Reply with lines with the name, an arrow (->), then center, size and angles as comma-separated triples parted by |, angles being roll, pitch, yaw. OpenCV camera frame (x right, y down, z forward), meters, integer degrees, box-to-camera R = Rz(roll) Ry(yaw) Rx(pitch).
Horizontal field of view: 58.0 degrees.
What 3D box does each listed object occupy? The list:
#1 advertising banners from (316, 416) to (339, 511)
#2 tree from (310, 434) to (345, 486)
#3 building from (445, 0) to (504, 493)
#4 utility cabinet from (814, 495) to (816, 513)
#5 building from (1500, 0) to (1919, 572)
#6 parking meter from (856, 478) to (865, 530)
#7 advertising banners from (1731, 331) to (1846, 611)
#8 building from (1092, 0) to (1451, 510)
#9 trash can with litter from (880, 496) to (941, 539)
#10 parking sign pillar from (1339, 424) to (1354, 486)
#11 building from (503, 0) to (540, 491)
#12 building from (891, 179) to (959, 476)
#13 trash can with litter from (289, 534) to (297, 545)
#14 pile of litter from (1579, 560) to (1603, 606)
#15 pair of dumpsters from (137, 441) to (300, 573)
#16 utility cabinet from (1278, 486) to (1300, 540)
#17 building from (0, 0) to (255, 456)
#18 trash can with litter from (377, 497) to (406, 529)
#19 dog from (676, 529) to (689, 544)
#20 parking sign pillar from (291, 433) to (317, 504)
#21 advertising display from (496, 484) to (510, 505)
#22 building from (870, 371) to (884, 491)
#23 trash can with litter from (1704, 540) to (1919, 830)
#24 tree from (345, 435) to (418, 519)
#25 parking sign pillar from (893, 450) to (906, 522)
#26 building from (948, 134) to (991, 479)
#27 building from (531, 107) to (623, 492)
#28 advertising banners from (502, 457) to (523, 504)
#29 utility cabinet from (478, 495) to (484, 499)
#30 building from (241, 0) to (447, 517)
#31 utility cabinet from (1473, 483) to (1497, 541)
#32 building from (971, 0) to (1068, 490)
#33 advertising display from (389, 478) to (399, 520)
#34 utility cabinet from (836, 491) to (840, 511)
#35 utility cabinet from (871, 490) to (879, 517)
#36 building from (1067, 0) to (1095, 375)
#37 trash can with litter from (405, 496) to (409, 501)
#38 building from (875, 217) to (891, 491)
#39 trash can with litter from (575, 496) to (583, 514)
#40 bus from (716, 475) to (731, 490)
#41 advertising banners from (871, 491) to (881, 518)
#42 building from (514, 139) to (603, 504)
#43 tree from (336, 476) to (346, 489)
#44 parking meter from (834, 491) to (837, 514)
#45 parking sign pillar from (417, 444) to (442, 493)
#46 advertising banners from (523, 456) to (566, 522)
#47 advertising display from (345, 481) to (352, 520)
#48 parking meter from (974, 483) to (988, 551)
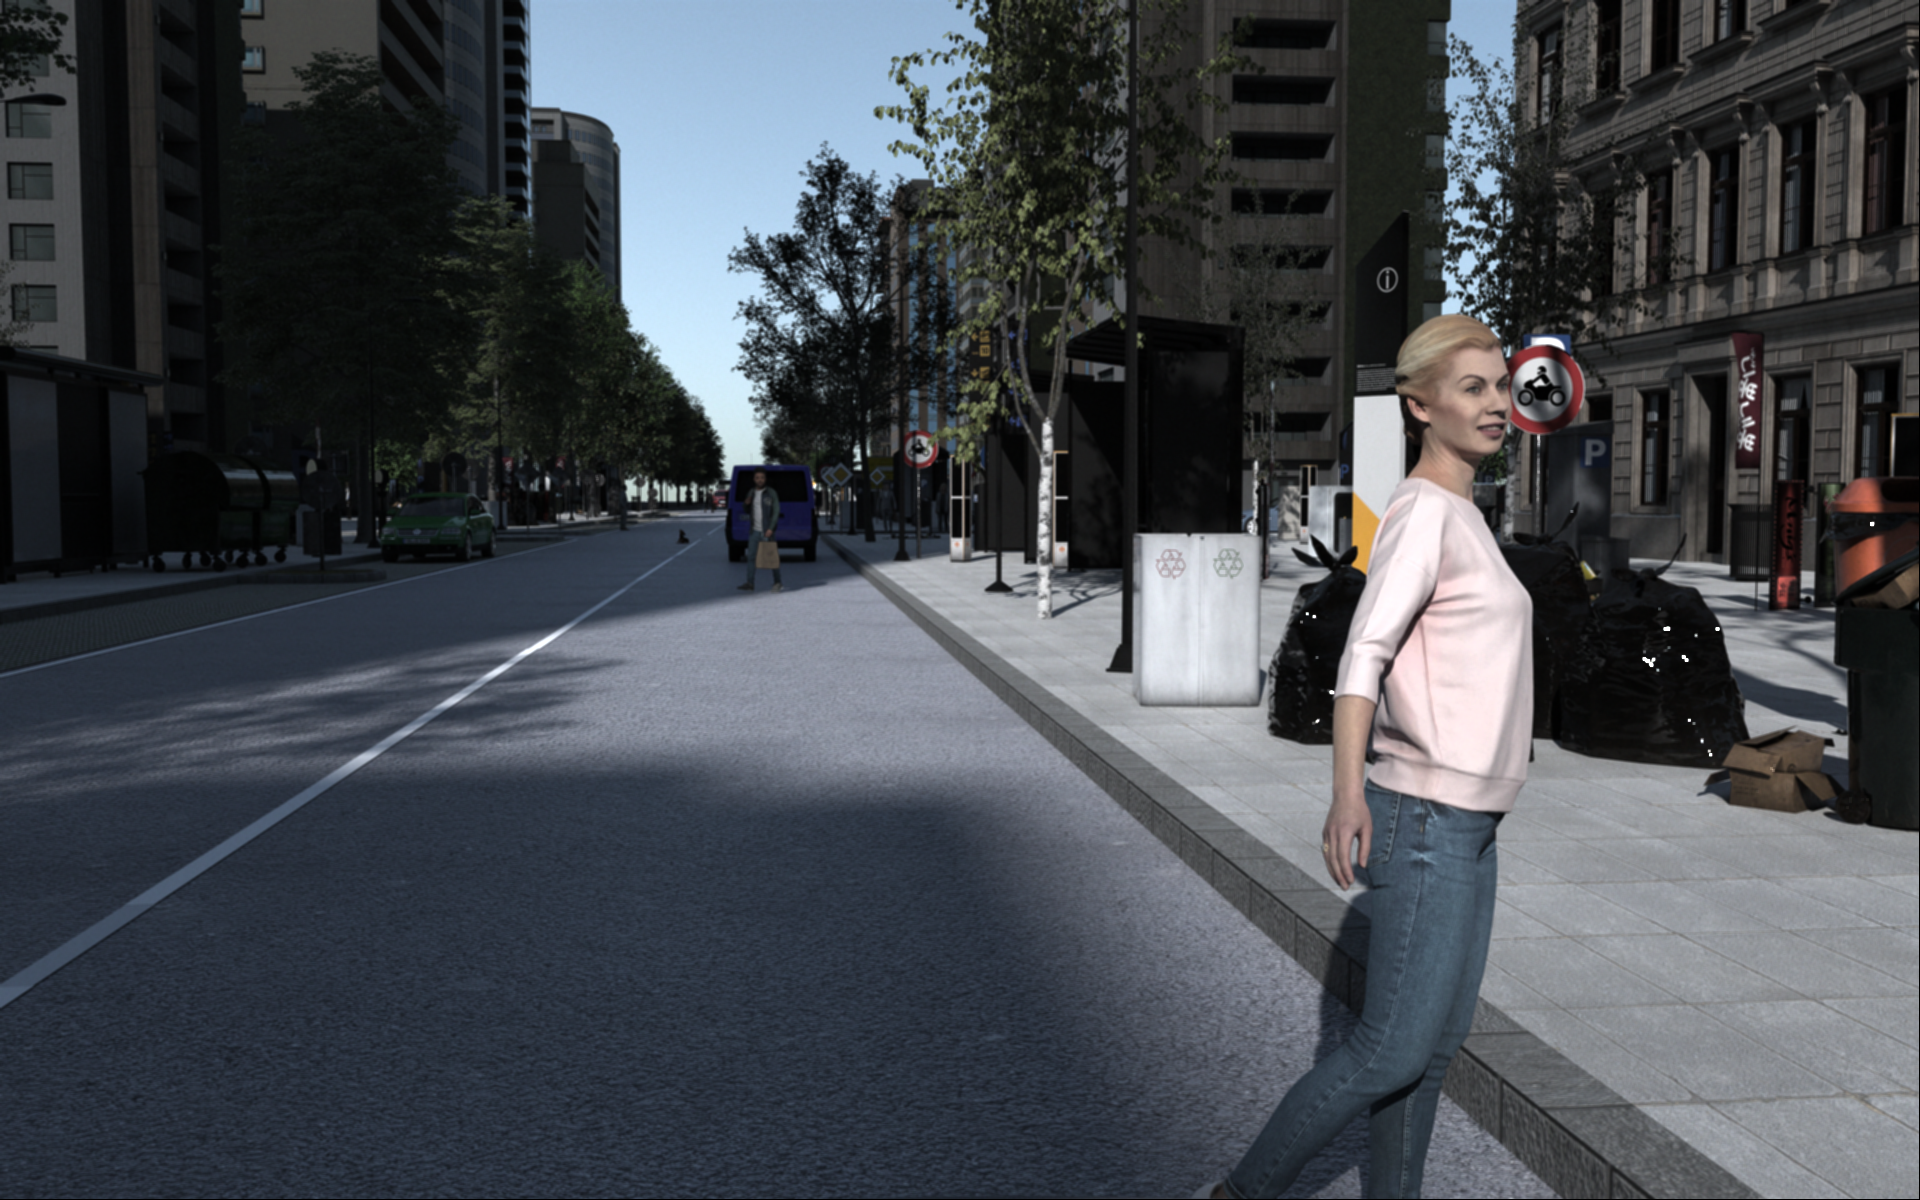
advertising banners -> -14.001, -2.576, 38.306 | 0.090, 3.025, 2.074 | -2, 4, -31
tree -> -34.817, -6.835, 95.460 | 4.285, 4.588, 4.351 | 0, 3, 0
building -> -51.027, -36.913, 145.530 | 21.231, 58.520, 28.212 | 0, 4, -6
utility cabinet -> -9.788, -6.222, 112.895 | 0.306, 1.237, 1.020 | 2, 4, 29
building -> 18.456, -10.234, 31.951 | 10.561, 19.102, 19.286 | 0, 4, -6
parking meter -> -3.532, -3.474, 62.508 | 0.399, 1.863, 0.255 | 2, 4, 26
advertising banners -> 9.168, -1.403, 19.124 | 2.074, 3.025, 0.090 | -2, 4, -28
building -> 14.582, -19.157, 84.922 | 14.107, 30.474, 14.160 | 0, 4, -6
trash can with litter -> -1.428, -2.387, 50.080 | 2.233, 1.210, 1.678 | -3, 4, -36
parking sign pillar -> 11.389, -3.710, 49.130 | 1.447, 3.967, 1.447 | -2, 4, -31
building -> -54.353, -52.731, 174.826 | 22.319, 86.520, 31.000 | 0, 4, -6
building -> -2.440, -36.460, 246.233 | 14.600, 45.320, 14.200 | 0, 4, -6
trash can with litter -> -16.920, -1.957, 43.392 | 1.055, 1.170, 0.624 | -2, 4, -33
pile of litter -> 4.360, 0.089, 12.507 | 1.719, 0.858, 1.176 | 2, 4, 33
pair of dumpsters -> -12.898, -1.699, 30.274 | 1.574, 2.255, 4.437 | 0, 4, -6
utility cabinet -> 9.437, -2.418, 48.213 | 1.173, 1.500, 0.318 | -1, 4, -19
building -> -41.519, -18.761, 78.446 | 14.160, 30.474, 14.107 | 0, 4, -6
trash can with litter -> -19.857, -3.004, 60.502 | 1.055, 1.170, 0.624 | 0, 4, 7
dog -> -8.121, -1.845, 50.366 | 0.550, 0.427, 0.748 | 1, 4, 13
parking sign pillar -> -28.697, -5.363, 76.149 | 1.447, 3.967, 1.447 | 0, 4, -7
advertising display -> -28.741, -6.335, 108.792 | 0.974, 1.923, 0.123 | 0, 4, 4
building -> -8.237, -31.729, 290.471 | 14.160, 30.474, 14.107 | 0, 4, -6
trash can with litter -> 3.516, 0.277, 6.858 | 0.624, 1.170, 1.055 | -3, 5, -43
tree -> -29.292, -6.476, 89.598 | 4.285, 4.588, 4.351 | 0, 3, 0
parking sign pillar -> -2.358, -5.521, 78.745 | 1.447, 3.967, 1.447 | 1, 4, 20
building -> 12.772, -30.404, 188.990 | 32.217, 40.220, 23.993 | 0, 4, -6
building -> -63.378, -44.157, 263.969 | 21.231, 58.520, 28.212 | 0, 4, -6
advertising banners -> -20.557, -5.238, 81.834 | 2.074, 3.025, 0.090 | -1, 4, -20
utility cabinet -> -32.591, -6.527, 117.874 | 0.306, 1.237, 1.020 | -1, 4, -9
building -> -44.401, -29.532, 106.547 | 21.300, 48.544, 21.600 | 0, 4, -6
utility cabinet -> 10.156, -1.602, 34.869 | 1.173, 1.500, 0.318 | 2, 4, 31
building -> 11.516, -42.154, 127.466 | 20.563, 71.187, 20.611 | 0, 4, -6
advertising display -> -23.369, -4.056, 71.531 | 0.123, 1.923, 0.974 | -2, 4, -34
utility cabinet -> -9.315, -7.431, 130.173 | 0.318, 1.500, 1.173 | -3, 5, -41
utility cabinet -> -5.057, -5.285, 95.081 | 1.173, 1.500, 0.318 | 0, 4, 3
building -> 14.435, -27.704, 103.065 | 14.600, 45.320, 14.200 | 0, 4, -6
trash can with litter -> -41.021, -7.121, 127.488 | 1.678, 1.210, 2.233 | -1, 4, -20
building -> -1.767, -37.515, 267.994 | 22.147, 44.769, 28.867 | 0, 4, -6
trash can with litter -> -28.582, -7.283, 130.463 | 0.624, 1.170, 1.055 | 0, 4, 8
bus -> -25.610, -12.211, 194.516 | 2.948, 3.499, 13.247 | 0, 4, -5
advertising banners -> -3.803, -6.164, 96.962 | 2.074, 3.025, 0.090 | -1, 4, -17
building -> -61.461, -37.662, 239.475 | 21.300, 48.544, 21.600 | 0, 4, -6
tree -> -33.223, -5.920, 91.390 | 1.663, 3.219, 1.824 | 0, 3, 0
parking meter -> -8.022, -6.231, 110.287 | 0.372, 1.533, 0.369 | 0, 3, 0
parking sign pillar -> -29.237, -6.591, 96.242 | 1.447, 3.967, 1.447 | 1, 4, 10
advertising banners -> -19.263, -5.164, 80.612 | 2.074, 3.025, 0.090 | 1, 4, 15
advertising display -> -30.646, -4.991, 86.815 | 0.123, 1.923, 0.974 | -2, 4, -30
parking meter -> 0.499, -1.880, 39.157 | 0.372, 1.533, 0.369 | 0, 3, 0
